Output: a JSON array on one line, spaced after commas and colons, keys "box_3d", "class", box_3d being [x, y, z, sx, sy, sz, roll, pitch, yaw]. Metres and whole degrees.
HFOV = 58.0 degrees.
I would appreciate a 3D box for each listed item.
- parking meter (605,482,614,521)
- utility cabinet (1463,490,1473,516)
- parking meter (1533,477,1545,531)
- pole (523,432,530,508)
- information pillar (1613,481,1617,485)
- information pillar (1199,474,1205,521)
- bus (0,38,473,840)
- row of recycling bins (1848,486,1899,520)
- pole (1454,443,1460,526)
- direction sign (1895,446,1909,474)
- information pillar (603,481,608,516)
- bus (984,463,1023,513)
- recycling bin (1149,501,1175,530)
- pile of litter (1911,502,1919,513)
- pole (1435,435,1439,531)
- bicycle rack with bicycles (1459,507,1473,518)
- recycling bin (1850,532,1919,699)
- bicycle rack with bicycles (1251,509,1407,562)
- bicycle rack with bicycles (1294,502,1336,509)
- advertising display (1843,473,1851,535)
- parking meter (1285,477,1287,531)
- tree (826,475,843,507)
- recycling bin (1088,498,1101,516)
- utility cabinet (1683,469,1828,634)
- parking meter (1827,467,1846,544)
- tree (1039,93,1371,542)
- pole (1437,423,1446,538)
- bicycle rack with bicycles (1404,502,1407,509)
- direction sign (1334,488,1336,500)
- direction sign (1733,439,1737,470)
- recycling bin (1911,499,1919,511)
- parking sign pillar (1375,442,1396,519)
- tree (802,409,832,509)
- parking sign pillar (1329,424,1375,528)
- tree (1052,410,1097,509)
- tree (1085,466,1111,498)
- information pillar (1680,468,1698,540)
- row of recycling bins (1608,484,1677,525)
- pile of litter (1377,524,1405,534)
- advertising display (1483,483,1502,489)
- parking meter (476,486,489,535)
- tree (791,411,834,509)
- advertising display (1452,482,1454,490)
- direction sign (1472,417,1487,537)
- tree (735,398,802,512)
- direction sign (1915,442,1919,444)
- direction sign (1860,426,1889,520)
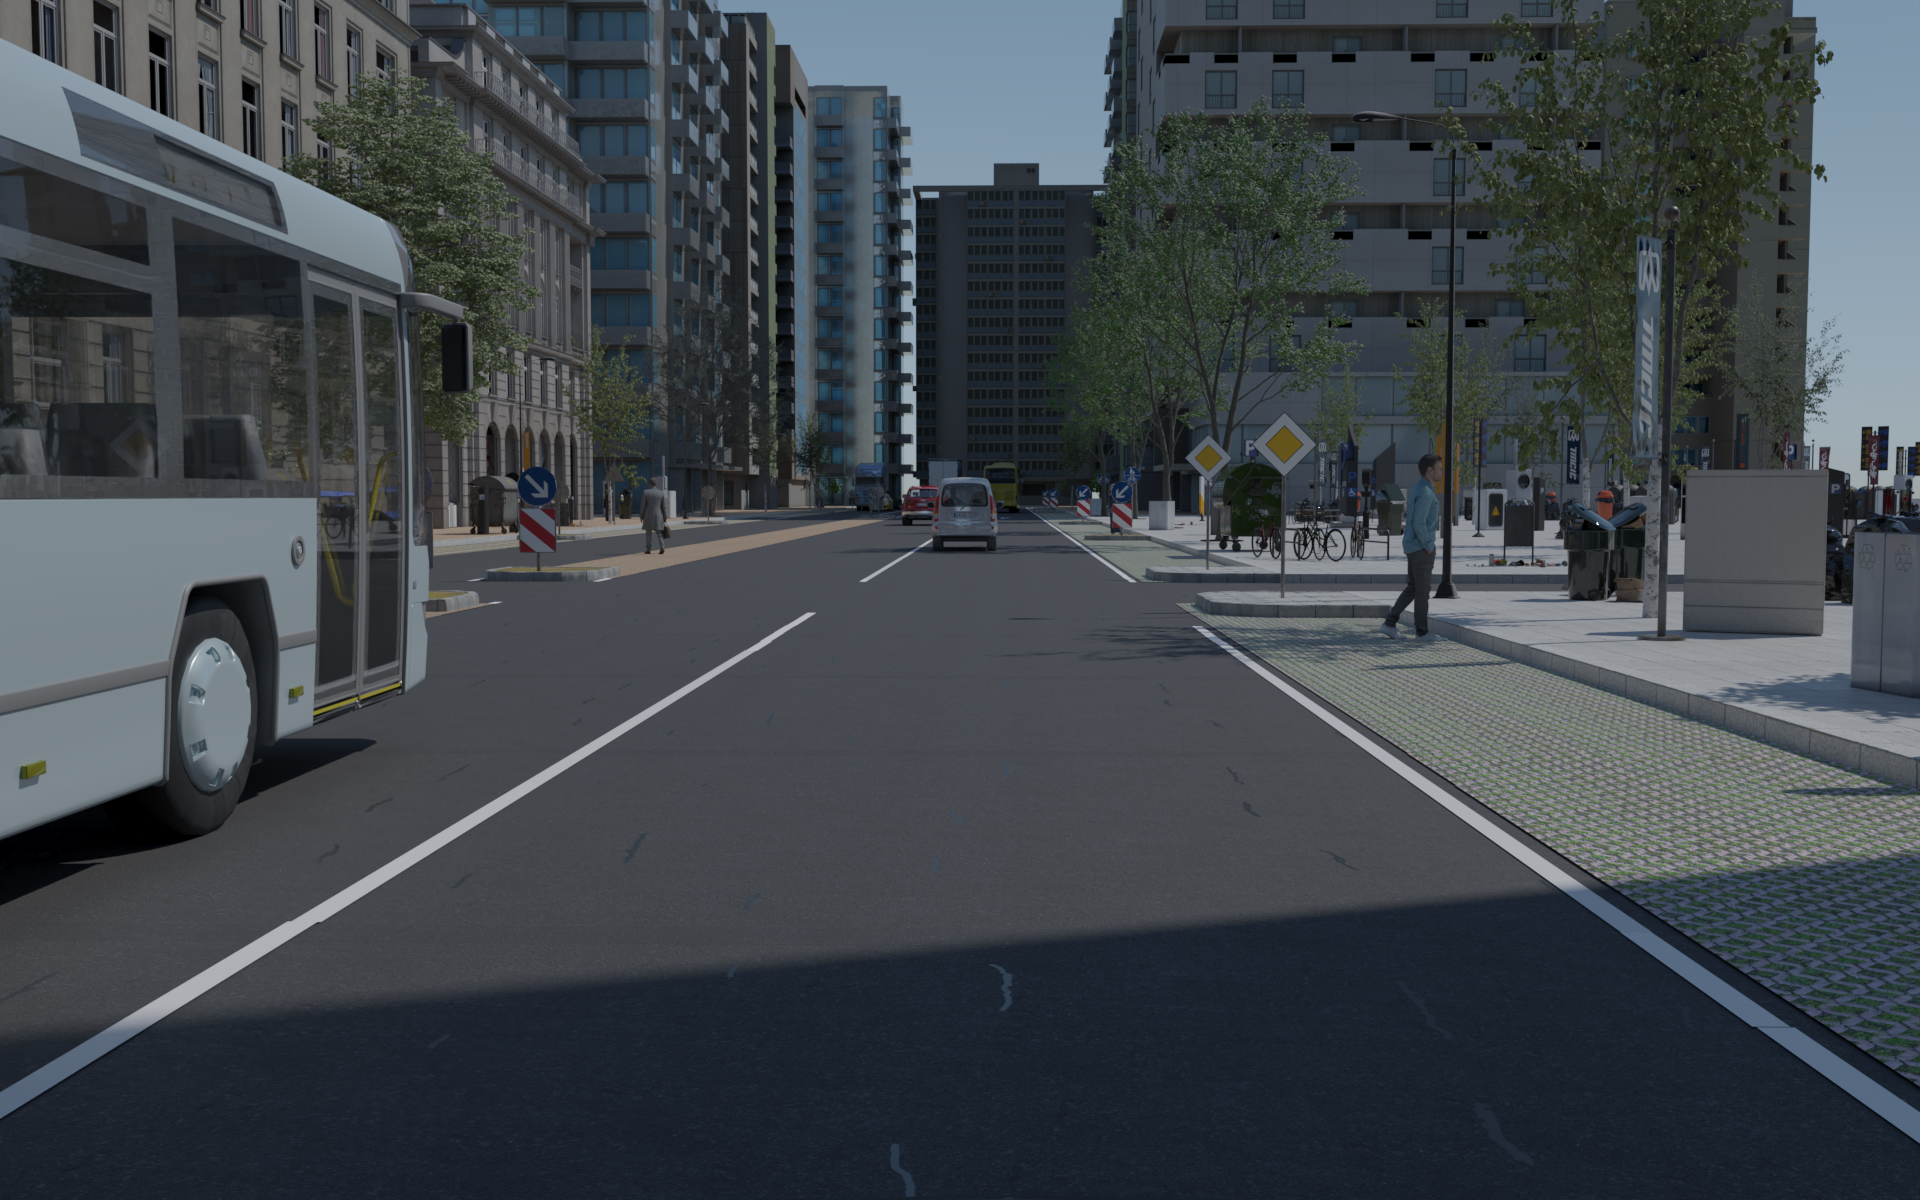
[{"box_3d": [-16.465, -4.628, 81.380, 0.255, 1.863, 0.399, 3, 4, 38], "class": "parking meter"}, {"box_3d": [29.855, -5.649, 101.040, 0.318, 1.500, 1.173, -1, 4, -21], "class": "utility cabinet"}, {"box_3d": [20.140, -3.335, 60.234, 0.399, 1.863, 0.255, -2, 4, -35], "class": "parking meter"}, {"box_3d": [-14.327, -3.881, 57.301, 0.158, 3.312, 0.155, 0, 3, 0], "class": "pole"}, {"box_3d": [36.109, -5.582, 95.749, 0.304, 2.012, 0.304, 3, 4, 38], "class": "information pillar"}, {"box_3d": [11.405, -5.522, 81.643, 0.183, 3.616, 0.504, 2, 4, 26], "class": "information pillar"}, {"box_3d": [-4.357, -0.585, 4.417, 2.948, 3.499, 13.247, 0, 3, 0], "class": "bus"}, {"box_3d": [48.098, -5.225, 92.544, 3.534, 1.692, 1.069, 1, 4, 17], "class": "row of recycling bins"}, {"box_3d": [19.898, -4.623, 69.423, 0.158, 3.312, 0.155, 0, 3, 0], "class": "pole"}, {"box_3d": [44.916, -5.526, 82.339, 0.876, 3.537, 0.379, 0, 4, 3], "class": "direction sign"}, {"box_3d": [-20.197, -5.784, 99.054, 0.304, 2.012, 0.304, -3, 5, -43], "class": "information pillar"}, {"box_3d": [3.349, -8.750, 134.611, 2.896, 3.916, 12.252, 0, 4, 3], "class": "bus"}, {"box_3d": [7.179, -3.001, 61.622, 0.722, 1.027, 0.722, 2, 4, 29], "class": "recycling bin"}, {"box_3d": [52.143, -4.908, 94.217, 1.176, 0.858, 1.719, 1, 4, 11], "class": "pile of litter"}, {"box_3d": [16.638, -4.065, 60.303, 0.158, 3.312, 0.155, 0, 3, 0], "class": "pole"}, {"box_3d": [22.270, -4.242, 82.742, 2.852, 0.926, 2.925, -2, 4, -30], "class": "bicycle rack with bicycles"}, {"box_3d": [6.309, 0.083, 11.203, 0.722, 1.027, 0.722, 0, 4, -6], "class": "recycling bin"}, {"box_3d": [7.171, -1.260, 33.978, 2.852, 0.926, 2.925, 0, 4, -5], "class": "bicycle rack with bicycles"}, {"box_3d": [15.067, -3.694, 73.784, 2.925, 0.926, 2.852, -3, 5, -42], "class": "bicycle rack with bicycles"}, {"box_3d": [26.612, -2.915, 52.869, 0.974, 1.923, 0.123, 2, 4, 26], "class": "advertising display"}, {"box_3d": [11.007, -3.287, 59.453, 0.399, 1.863, 0.255, 1, 4, 12], "class": "parking meter"}, {"box_3d": [-12.822, -11.264, 178.769, 1.663, 3.219, 1.824, 0, 3, 0], "class": "tree"}, {"box_3d": [7.932, -5.429, 101.326, 0.722, 1.027, 0.722, -1, 4, -11], "class": "recycling bin"}, {"box_3d": [7.323, -0.445, 15.960, 1.173, 1.500, 0.318, 2, 4, 27], "class": "utility cabinet"}, {"box_3d": [19.035, -1.953, 37.650, 0.399, 1.863, 0.255, 2, 4, 28], "class": "parking meter"}, {"box_3d": [7.037, -7.378, 46.382, 9.928, 11.665, 9.643, 0, 3, 0], "class": "tree"}, {"box_3d": [13.986, -3.438, 50.053, 0.158, 3.312, 0.155, 0, 3, 0], "class": "pole"}, {"box_3d": [19.630, -3.856, 76.431, 2.925, 0.926, 2.852, -1, 4, -14], "class": "bicycle rack with bicycles"}, {"box_3d": [20.081, -6.160, 92.720, 0.379, 3.537, 0.876, 0, 4, 4], "class": "direction sign"}, {"box_3d": [32.277, -4.905, 72.197, 0.379, 3.537, 0.876, 1, 4, 19], "class": "direction sign"}, {"box_3d": [54.633, -5.265, 98.644, 0.722, 1.027, 0.722, -3, 5, -44], "class": "recycling bin"}, {"box_3d": [21.962, -6.207, 89.960, 1.447, 3.967, 1.447, -2, 4, -28], "class": "parking sign pillar"}, {"box_3d": [-13.104, -12.103, 148.254, 4.360, 8.622, 3.978, 0, 3, 0], "class": "tree"}, {"box_3d": [14.760, -4.725, 65.729, 1.447, 3.967, 1.447, 0, 4, 1], "class": "parking sign pillar"}, {"box_3d": [9.904, -12.313, 151.673, 4.737, 8.622, 4.395, 0, 3, 0], "class": "tree"}, {"box_3d": [10.072, -7.912, 123.957, 1.663, 3.219, 1.824, 0, 3, 0], "class": "tree"}, {"box_3d": [20.370, -2.686, 48.402, 0.304, 2.012, 0.304, -2, 4, -30], "class": "information pillar"}, {"box_3d": [29.123, -4.100, 74.145, 1.069, 1.692, 3.534, -2, 4, -24], "class": "row of recycling bins"}, {"box_3d": [14.023, -2.544, 55.552, 1.719, 0.858, 1.176, -3, 4, -39], "class": "pile of litter"}, {"box_3d": [29.754, -5.603, 96.827, 0.974, 1.923, 0.123, 2, 4, 23], "class": "advertising display"}, {"box_3d": [-15.038, -2.824, 54.577, 0.372, 1.533, 0.369, 0, 3, 0], "class": "parking meter"}, {"box_3d": [-12.881, -12.406, 153.205, 4.737, 8.622, 4.395, 0, 3, 0], "class": "tree"}, {"box_3d": [25.699, -5.222, 90.588, 0.123, 1.923, 0.974, 1, 4, 21], "class": "advertising display"}, {"box_3d": [15.444, -3.638, 51.483, 0.379, 3.537, 0.876, 3, 5, 41], "class": "direction sign"}, {"box_3d": [-14.110, -10.687, 125.087, 4.360, 8.622, 3.978, 0, 3, 0], "class": "tree"}, {"box_3d": [41.518, -5.056, 74.655, 0.379, 3.537, 0.876, -1, 4, -22], "class": "direction sign"}, {"box_3d": [30.521, -4.028, 57.852, 0.379, 3.537, 0.876, -3, 4, -39], "class": "direction sign"}]
